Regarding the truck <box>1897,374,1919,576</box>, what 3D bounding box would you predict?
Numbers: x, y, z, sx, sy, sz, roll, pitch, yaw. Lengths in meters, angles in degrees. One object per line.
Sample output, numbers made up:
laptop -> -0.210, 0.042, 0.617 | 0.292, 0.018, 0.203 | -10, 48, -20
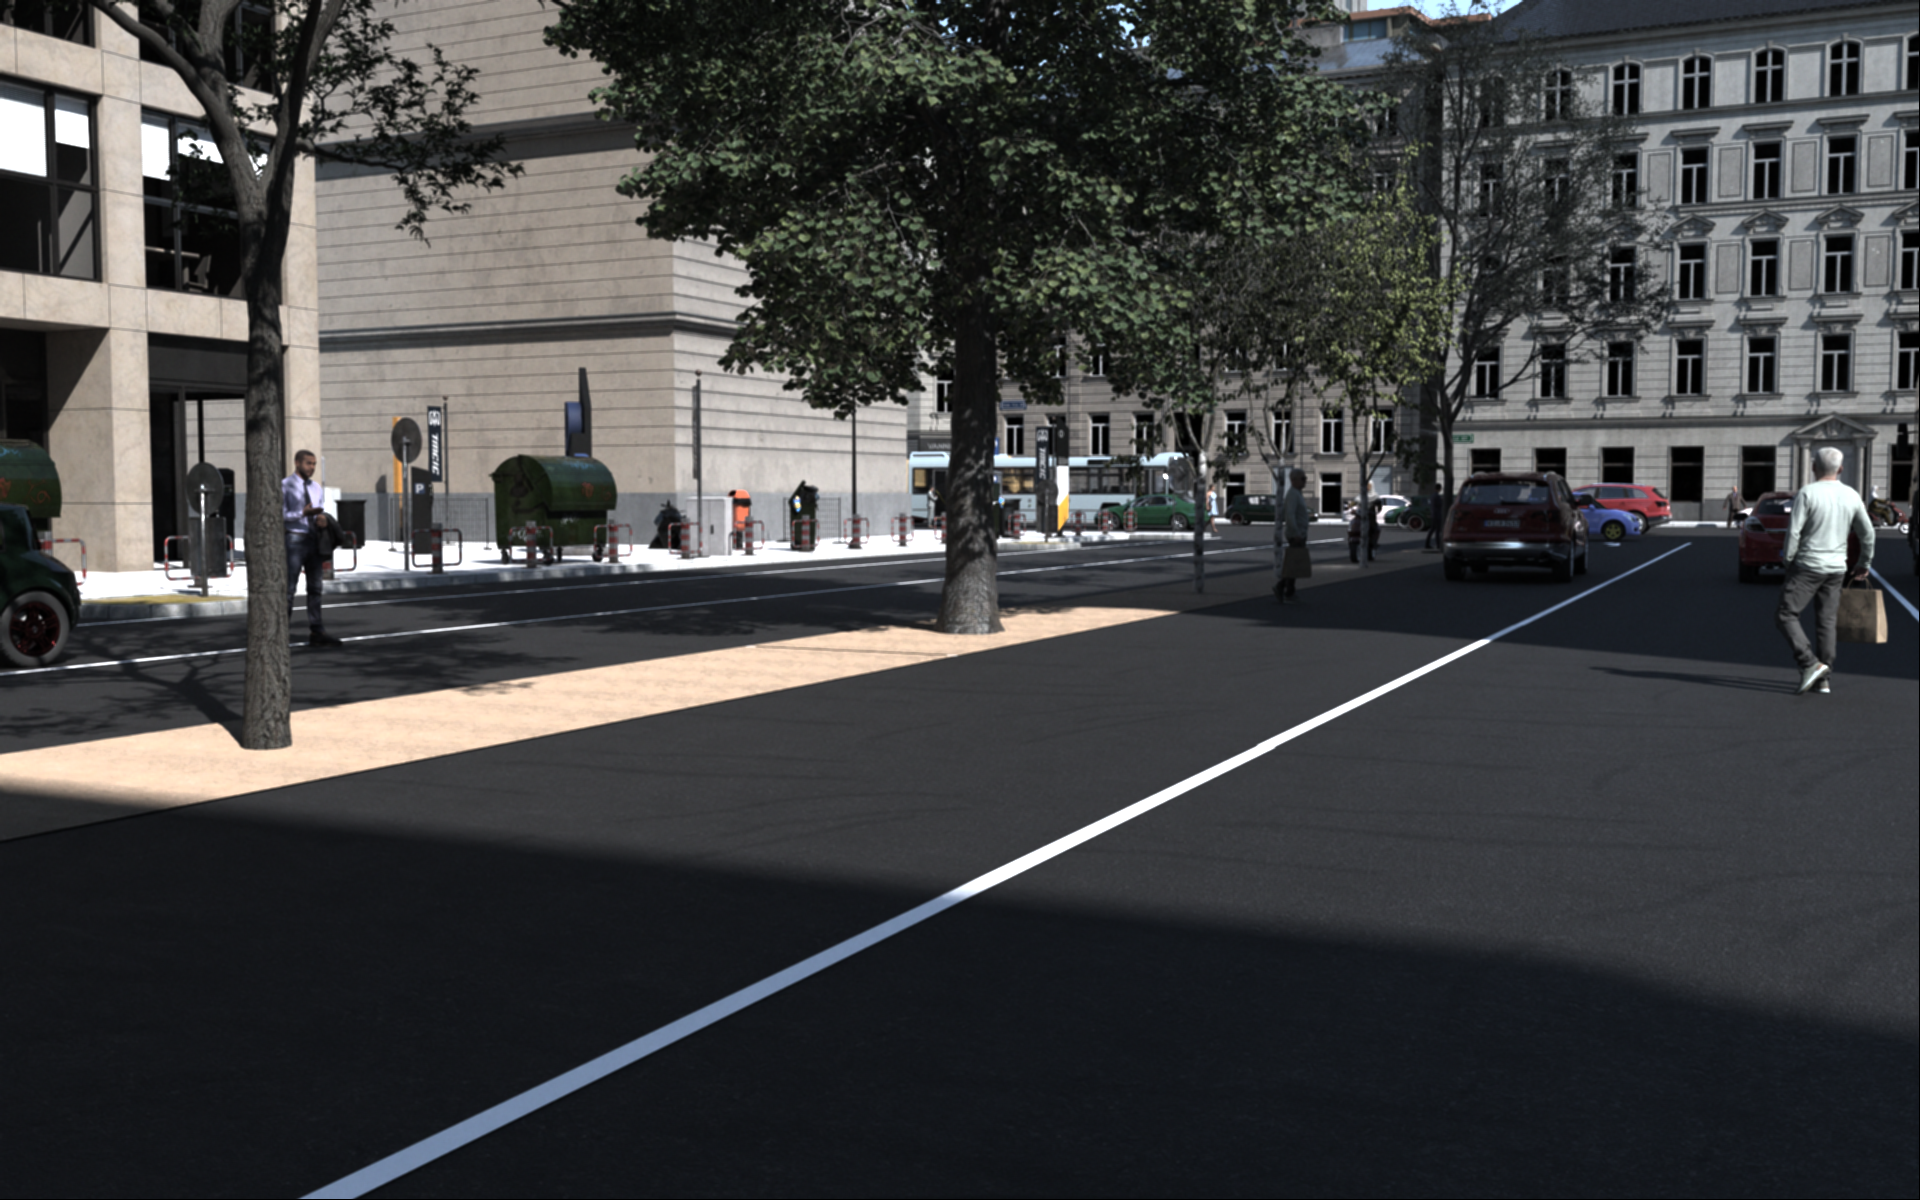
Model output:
truck -> 16.370, -2.316, 26.773 | 2.839, 4.237, 11.283 | 2, 4, 25

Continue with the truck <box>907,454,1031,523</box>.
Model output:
truck -> -0.434, -5.413, 84.424 | 9.791, 3.379, 3.469 | 2, 4, 24

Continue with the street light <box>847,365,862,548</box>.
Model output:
street light -> -2.021, -4.168, 40.682 | 1.470, 5.913, 1.316 | 2, 4, 26

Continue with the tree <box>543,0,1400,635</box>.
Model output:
tree -> 0.113, -6.634, 17.578 | 9.857, 13.997, 8.962 | 0, 3, 0

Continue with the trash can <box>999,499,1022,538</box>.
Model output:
trash can -> 1.439, -2.386, 50.664 | 0.748, 1.137, 0.748 | 0, 3, 0

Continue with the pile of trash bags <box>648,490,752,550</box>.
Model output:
pile of trash bags -> -5.745, -1.844, 39.905 | 1.912, 1.369, 3.447 | -3, 4, -36

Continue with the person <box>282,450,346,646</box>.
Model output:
person -> -6.005, -0.469, 16.044 | 0.599, 1.838, 0.709 | 2, 4, 29

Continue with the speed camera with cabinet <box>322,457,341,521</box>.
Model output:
speed camera with cabinet -> -15.977, -2.981, 43.074 | 0.660, 3.252, 2.038 | 0, 4, -5

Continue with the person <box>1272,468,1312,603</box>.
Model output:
person -> 4.333, -0.832, 22.597 | 0.515, 1.767, 0.782 | 1, 4, 12

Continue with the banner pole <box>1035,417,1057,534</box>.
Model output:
banner pole -> 2.830, -4.059, 56.376 | 0.863, 3.779, 0.401 | 2, 4, 28

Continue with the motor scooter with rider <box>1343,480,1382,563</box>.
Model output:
motor scooter with rider -> 8.502, -1.688, 36.568 | 0.876, 1.779, 1.986 | 2, 4, 25

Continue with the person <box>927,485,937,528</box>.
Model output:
person -> -1.189, -4.005, 74.155 | 0.466, 1.800, 0.511 | -1, 4, -18

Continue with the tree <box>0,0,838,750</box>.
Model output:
tree -> -3.740, -4.458, 9.753 | 8.767, 10.594, 7.601 | 2, 4, 26

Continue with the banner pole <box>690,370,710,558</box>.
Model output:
banner pole -> -5.337, -2.760, 35.139 | 0.401, 3.779, 0.863 | -1, 4, -20

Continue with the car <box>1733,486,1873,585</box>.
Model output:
car -> 14.099, -1.222, 29.024 | 2.155, 1.783, 4.494 | 2, 4, 26

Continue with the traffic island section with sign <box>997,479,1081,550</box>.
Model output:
traffic island section with sign -> 2.078, -2.239, 45.233 | 1.989, 1.847, 2.006 | 2, 4, 26

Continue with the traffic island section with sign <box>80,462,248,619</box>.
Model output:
traffic island section with sign -> -9.636, -0.749, 20.876 | 1.989, 1.847, 2.006 | 2, 4, 26

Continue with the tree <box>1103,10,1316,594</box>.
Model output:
tree -> 3.531, -4.412, 24.951 | 4.360, 8.622, 3.978 | 0, 3, 0

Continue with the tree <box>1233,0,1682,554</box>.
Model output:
tree -> 11.703, -7.852, 41.210 | 12.009, 13.543, 11.850 | 0, 3, 0

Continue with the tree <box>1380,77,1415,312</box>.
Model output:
tree -> 5.421, -4.658, 28.984 | 4.360, 8.622, 3.978 | 0, 3, 0

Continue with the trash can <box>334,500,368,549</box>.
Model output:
trash can -> -14.198, -1.757, 40.384 | 0.748, 1.137, 0.748 | 0, 3, 0

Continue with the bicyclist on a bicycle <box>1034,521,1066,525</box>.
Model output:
bicyclist on a bicycle -> 4.095, -4.189, 78.509 | 1.625, 1.676, 1.499 | 2, 4, 24

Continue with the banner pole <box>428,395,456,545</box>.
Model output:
banner pole -> -13.116, -3.283, 43.695 | 0.401, 3.779, 0.863 | 2, 4, 27

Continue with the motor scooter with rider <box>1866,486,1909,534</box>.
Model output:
motor scooter with rider -> 33.110, -3.254, 62.161 | 1.986, 1.779, 0.876 | 2, 4, 25

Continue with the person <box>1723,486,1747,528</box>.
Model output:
person -> 33.054, -3.962, 73.838 | 0.990, 1.755, 0.434 | 1, 4, 10

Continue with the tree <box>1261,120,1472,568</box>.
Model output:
tree -> 7.746, -4.905, 33.017 | 4.737, 8.622, 4.395 | 0, 3, 0

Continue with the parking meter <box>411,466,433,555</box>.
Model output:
parking meter -> -11.400, -1.898, 36.741 | 0.399, 1.863, 0.255 | 0, 4, 1

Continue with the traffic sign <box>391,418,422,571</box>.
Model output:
traffic sign -> -9.247, -1.760, 28.880 | 0.768, 2.556, 0.104 | 2, 4, 34

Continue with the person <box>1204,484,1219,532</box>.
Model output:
person -> 9.444, -3.476, 65.434 | 0.616, 1.811, 0.778 | -3, 5, -43

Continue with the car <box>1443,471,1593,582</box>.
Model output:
car -> 9.669, -1.301, 29.942 | 2.281, 1.827, 5.304 | 2, 4, 24

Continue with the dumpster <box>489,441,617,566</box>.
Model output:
dumpster -> -7.497, -1.797, 31.870 | 1.502, 2.255, 1.985 | 2, 4, 25

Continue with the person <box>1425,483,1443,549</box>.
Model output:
person -> 12.343, -2.167, 44.851 | 0.530, 1.710, 0.541 | 0, 4, 6

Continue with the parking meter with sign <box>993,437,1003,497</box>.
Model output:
parking meter with sign -> 1.091, -3.540, 54.147 | 0.543, 3.016, 1.738 | 1, 4, 11

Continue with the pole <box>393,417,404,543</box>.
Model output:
pole -> -14.871, -3.180, 45.830 | 0.158, 3.312, 0.155 | 0, 3, 0

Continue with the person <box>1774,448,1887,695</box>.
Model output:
person -> 6.321, -0.216, 12.512 | 0.782, 1.767, 0.515 | -1, 4, -10

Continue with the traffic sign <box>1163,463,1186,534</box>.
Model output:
traffic sign -> 6.924, -3.203, 56.013 | 0.795, 2.450, 0.064 | 2, 4, 26

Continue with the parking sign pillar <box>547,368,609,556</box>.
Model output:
parking sign pillar -> -7.991, -2.929, 36.364 | 1.447, 3.967, 1.447 | -1, 4, -17

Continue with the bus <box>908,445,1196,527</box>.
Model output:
bus -> 4.251, -4.842, 74.033 | 13.247, 3.499, 2.948 | 2, 4, 25

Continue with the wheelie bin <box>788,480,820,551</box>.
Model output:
wheelie bin -> -3.549, -1.927, 39.411 | 0.693, 1.594, 0.980 | 0, 4, -2
